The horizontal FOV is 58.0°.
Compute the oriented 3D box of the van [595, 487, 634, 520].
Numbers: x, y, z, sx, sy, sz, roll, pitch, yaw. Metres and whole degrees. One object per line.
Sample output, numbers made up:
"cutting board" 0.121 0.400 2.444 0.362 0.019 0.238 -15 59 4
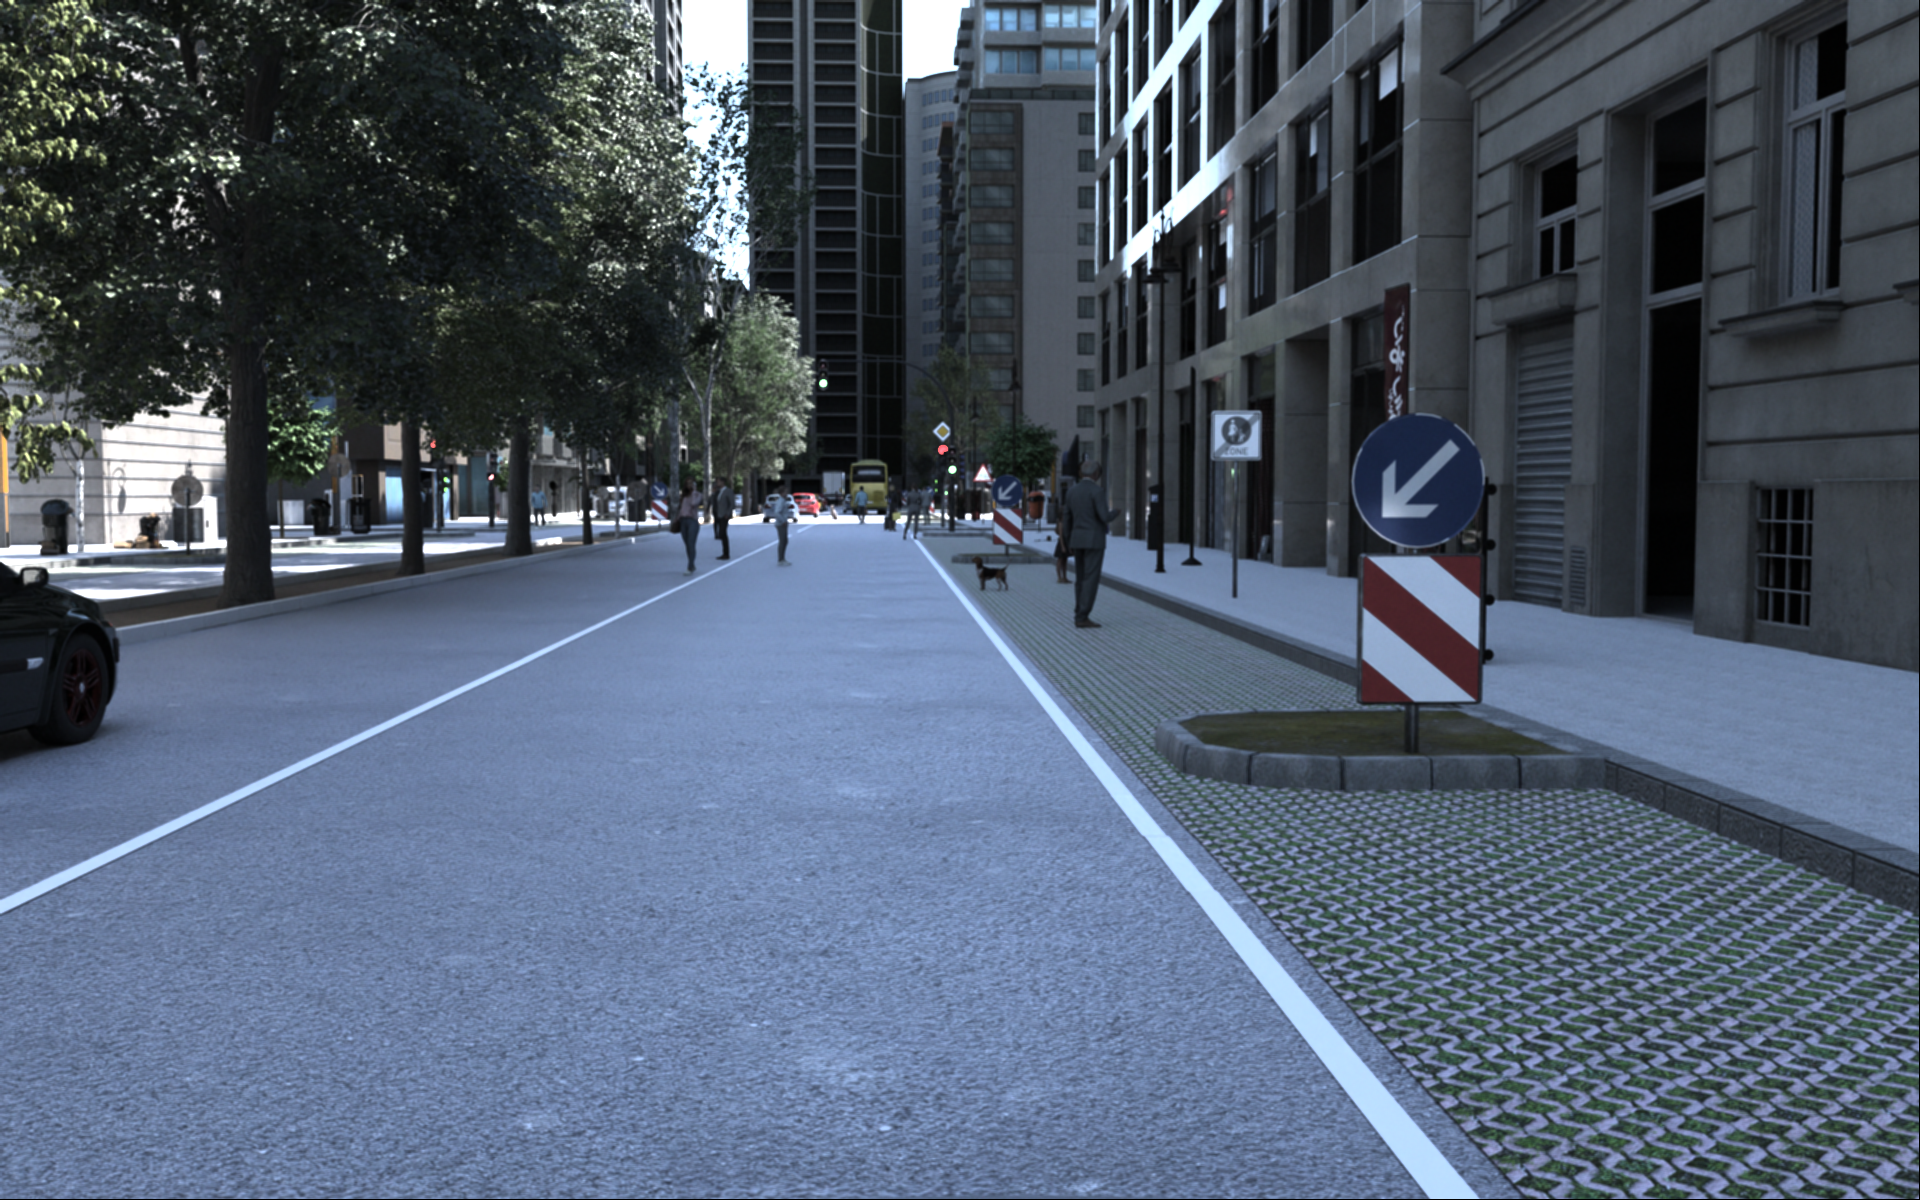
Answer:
"van" -19.236 -5.477 96.565 2.013 2.044 4.112 0 4 -2

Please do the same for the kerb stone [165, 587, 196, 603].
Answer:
"kerb stone" -10.416 -0.046 22.953 0.120 0.150 1.000 0 4 -3

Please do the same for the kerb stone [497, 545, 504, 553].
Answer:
"kerb stone" -11.331 -1.236 42.401 0.120 0.150 1.000 0 4 -3

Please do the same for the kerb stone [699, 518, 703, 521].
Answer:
"kerb stone" -13.690 -4.274 92.072 0.120 0.150 1.000 0 4 -3

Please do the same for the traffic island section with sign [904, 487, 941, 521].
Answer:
"traffic island section with sign" -1.816 -5.090 91.852 1.989 1.847 2.006 0 4 -3

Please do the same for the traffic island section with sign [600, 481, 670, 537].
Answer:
"traffic island section with sign" -11.056 -3.097 58.769 2.006 1.907 1.989 0 4 -3

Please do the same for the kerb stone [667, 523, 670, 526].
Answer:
"kerb stone" -12.915 -3.273 75.706 0.120 0.150 1.000 0 4 -3

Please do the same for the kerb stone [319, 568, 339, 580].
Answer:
"kerb stone" -10.699 -0.422 29.101 0.120 0.150 1.000 0 4 -3

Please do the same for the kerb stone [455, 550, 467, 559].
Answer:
"kerb stone" -11.134 -0.985 38.308 0.120 0.150 1.000 0 4 -3

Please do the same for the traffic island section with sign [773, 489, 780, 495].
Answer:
"traffic island section with sign" -14.961 -8.140 141.222 2.006 1.907 1.989 0 4 -3

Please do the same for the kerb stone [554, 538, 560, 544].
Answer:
"kerb stone" -11.672 -1.676 49.601 0.120 0.150 1.000 0 4 -3

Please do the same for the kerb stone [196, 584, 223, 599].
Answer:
"kerb stone" -10.458 -0.109 23.974 0.120 0.150 1.000 0 4 -3

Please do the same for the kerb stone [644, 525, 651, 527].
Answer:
"kerb stone" -12.618 -2.897 69.554 0.120 0.150 1.000 0 4 -3

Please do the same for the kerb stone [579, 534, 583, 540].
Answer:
"kerb stone" -11.864 -1.927 53.701 0.120 0.150 1.000 0 4 -3

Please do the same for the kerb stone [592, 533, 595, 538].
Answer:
"kerb stone" -11.968 -2.049 55.742 0.120 0.150 1.000 0 4 -3

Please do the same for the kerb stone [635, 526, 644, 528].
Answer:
"kerb stone" -12.525 -2.771 67.499 0.120 0.150 1.000 0 4 -3

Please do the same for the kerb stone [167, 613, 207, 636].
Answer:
"kerb stone" -8.064 0.266 17.896 0.120 0.150 1.000 0 4 -3

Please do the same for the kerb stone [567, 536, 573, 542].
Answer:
"kerb stone" -11.780 -1.801 51.649 0.120 0.150 1.000 0 4 -3

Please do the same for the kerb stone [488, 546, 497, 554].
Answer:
"kerb stone" -11.286 -1.171 41.379 0.120 0.150 1.000 0 4 -3

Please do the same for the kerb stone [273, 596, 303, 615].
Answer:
"kerb stone" -8.215 0.075 20.965 0.120 0.150 1.000 0 4 -3

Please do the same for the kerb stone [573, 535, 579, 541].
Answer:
"kerb stone" -11.817 -1.864 52.671 0.120 0.150 1.000 0 4 -3

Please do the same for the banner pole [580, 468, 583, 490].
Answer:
"banner pole" -28.315 -8.479 128.650 0.401 3.779 0.863 2 4 34

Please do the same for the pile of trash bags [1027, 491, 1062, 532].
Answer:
"pile of trash bags" 3.859 -3.001 58.818 3.447 1.369 1.912 -2 4 -24

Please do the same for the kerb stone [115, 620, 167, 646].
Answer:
"kerb stone" -8.015 0.326 16.870 0.120 0.150 1.000 0 4 -3

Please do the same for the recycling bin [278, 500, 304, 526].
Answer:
"recycling bin" -26.810 -3.478 69.412 0.722 1.027 0.722 2 4 25

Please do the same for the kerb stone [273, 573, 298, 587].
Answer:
"kerb stone" -10.613 -0.296 27.042 0.120 0.150 1.000 0 4 -3

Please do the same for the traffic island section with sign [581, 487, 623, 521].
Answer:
"traffic island section with sign" -18.770 -5.038 90.995 1.989 1.847 2.006 0 4 -3

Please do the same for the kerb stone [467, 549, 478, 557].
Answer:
"kerb stone" -11.188 -1.048 39.330 0.120 0.150 1.000 0 4 -3

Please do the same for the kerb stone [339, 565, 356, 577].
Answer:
"kerb stone" -10.761 -0.485 30.125 0.120 0.150 1.000 0 4 -3

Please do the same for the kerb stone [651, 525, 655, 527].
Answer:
"kerb stone" -12.669 -2.959 70.575 0.120 0.150 1.000 0 4 -3

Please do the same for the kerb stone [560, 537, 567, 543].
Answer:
"kerb stone" -11.728 -1.736 50.629 0.120 0.150 1.000 0 4 -3

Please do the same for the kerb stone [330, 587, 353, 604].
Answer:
"kerb stone" -8.311 -0.050 23.015 0.120 0.150 1.000 0 4 -3

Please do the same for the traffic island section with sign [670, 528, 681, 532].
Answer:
"traffic island section with sign" -11.397 -3.549 66.168 2.006 1.907 1.989 0 4 -3

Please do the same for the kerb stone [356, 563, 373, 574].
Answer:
"kerb stone" -10.815 -0.547 31.145 0.120 0.150 1.000 0 4 -3

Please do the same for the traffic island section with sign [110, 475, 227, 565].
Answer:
"traffic island section with sign" -16.145 -1.661 35.791 1.989 1.847 2.006 0 4 -3

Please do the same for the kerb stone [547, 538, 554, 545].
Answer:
"kerb stone" -11.625 -1.613 48.573 0.120 0.150 1.000 0 4 -3

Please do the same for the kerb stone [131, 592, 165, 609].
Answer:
"kerb stone" -10.364 0.018 21.927 0.120 0.150 1.000 0 4 -3

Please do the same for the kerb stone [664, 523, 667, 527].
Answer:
"kerb stone" -12.869 -3.205 74.681 0.120 0.150 1.000 0 4 -3

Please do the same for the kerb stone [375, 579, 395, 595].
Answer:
"kerb stone" -8.415 -0.176 25.071 0.120 0.150 1.000 0 4 -3

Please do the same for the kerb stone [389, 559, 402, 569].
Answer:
"kerb stone" -10.908 -0.673 33.192 0.120 0.150 1.000 0 4 -3

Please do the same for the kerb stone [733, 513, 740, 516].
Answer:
"kerb stone" -14.716 -5.590 113.589 0.120 0.150 1.000 0 4 -3

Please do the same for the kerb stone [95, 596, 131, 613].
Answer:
"kerb stone" -10.319 0.079 20.902 0.120 0.150 1.000 0 4 -3

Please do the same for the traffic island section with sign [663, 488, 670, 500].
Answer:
"traffic island section with sign" -20.107 -6.768 119.277 1.989 1.847 2.006 0 4 -3

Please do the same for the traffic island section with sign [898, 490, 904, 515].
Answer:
"traffic island section with sign" -3.085 -6.737 118.777 1.989 1.847 2.006 0 4 -3

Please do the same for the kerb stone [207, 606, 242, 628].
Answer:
"kerb stone" -8.114 0.204 18.917 0.120 0.150 1.000 0 4 -3

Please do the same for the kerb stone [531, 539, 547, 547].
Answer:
"kerb stone" -11.576 -1.548 47.540 0.120 0.150 1.000 0 4 -3

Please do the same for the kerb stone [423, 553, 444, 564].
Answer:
"kerb stone" -11.039 -0.860 36.262 0.120 0.150 1.000 0 4 -3

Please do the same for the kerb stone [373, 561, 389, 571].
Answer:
"kerb stone" -10.856 -0.610 32.169 0.120 0.150 1.000 0 4 -3

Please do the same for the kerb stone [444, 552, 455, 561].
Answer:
"kerb stone" -11.100 -0.923 37.283 0.120 0.150 1.000 0 4 -3

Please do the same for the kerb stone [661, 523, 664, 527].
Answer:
"kerb stone" -12.819 -3.147 73.642 0.120 0.150 1.000 0 4 -3

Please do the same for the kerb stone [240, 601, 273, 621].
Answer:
"kerb stone" -8.172 0.138 19.944 0.120 0.150 1.000 0 4 -3

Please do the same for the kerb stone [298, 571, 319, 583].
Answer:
"kerb stone" -10.660 -0.359 28.069 0.120 0.150 1.000 0 4 -3

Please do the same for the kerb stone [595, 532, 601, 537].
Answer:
"kerb stone" -12.071 -2.177 57.783 0.120 0.150 1.000 0 4 -3

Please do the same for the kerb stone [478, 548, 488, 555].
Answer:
"kerb stone" -11.232 -1.102 40.358 0.120 0.150 1.000 0 4 -3

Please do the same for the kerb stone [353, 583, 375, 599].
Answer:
"kerb stone" -8.366 -0.113 24.038 0.120 0.150 1.000 0 4 -3

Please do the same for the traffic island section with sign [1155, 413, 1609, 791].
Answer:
"traffic island section with sign" 2.105 -0.039 9.259 1.989 1.847 2.006 0 4 -3

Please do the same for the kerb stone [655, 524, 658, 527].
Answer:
"kerb stone" -12.713 -3.021 71.596 0.120 0.150 1.000 0 4 -3

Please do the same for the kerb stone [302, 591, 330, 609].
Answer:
"kerb stone" -8.259 0.012 21.993 0.120 0.150 1.000 0 4 -3

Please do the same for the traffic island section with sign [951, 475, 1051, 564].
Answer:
"traffic island section with sign" 0.827 -1.685 36.184 1.989 1.847 2.006 0 4 -3

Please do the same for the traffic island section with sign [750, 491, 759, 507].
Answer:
"traffic island section with sign" -23.692 -11.411 195.200 1.989 1.847 2.006 0 4 -3
